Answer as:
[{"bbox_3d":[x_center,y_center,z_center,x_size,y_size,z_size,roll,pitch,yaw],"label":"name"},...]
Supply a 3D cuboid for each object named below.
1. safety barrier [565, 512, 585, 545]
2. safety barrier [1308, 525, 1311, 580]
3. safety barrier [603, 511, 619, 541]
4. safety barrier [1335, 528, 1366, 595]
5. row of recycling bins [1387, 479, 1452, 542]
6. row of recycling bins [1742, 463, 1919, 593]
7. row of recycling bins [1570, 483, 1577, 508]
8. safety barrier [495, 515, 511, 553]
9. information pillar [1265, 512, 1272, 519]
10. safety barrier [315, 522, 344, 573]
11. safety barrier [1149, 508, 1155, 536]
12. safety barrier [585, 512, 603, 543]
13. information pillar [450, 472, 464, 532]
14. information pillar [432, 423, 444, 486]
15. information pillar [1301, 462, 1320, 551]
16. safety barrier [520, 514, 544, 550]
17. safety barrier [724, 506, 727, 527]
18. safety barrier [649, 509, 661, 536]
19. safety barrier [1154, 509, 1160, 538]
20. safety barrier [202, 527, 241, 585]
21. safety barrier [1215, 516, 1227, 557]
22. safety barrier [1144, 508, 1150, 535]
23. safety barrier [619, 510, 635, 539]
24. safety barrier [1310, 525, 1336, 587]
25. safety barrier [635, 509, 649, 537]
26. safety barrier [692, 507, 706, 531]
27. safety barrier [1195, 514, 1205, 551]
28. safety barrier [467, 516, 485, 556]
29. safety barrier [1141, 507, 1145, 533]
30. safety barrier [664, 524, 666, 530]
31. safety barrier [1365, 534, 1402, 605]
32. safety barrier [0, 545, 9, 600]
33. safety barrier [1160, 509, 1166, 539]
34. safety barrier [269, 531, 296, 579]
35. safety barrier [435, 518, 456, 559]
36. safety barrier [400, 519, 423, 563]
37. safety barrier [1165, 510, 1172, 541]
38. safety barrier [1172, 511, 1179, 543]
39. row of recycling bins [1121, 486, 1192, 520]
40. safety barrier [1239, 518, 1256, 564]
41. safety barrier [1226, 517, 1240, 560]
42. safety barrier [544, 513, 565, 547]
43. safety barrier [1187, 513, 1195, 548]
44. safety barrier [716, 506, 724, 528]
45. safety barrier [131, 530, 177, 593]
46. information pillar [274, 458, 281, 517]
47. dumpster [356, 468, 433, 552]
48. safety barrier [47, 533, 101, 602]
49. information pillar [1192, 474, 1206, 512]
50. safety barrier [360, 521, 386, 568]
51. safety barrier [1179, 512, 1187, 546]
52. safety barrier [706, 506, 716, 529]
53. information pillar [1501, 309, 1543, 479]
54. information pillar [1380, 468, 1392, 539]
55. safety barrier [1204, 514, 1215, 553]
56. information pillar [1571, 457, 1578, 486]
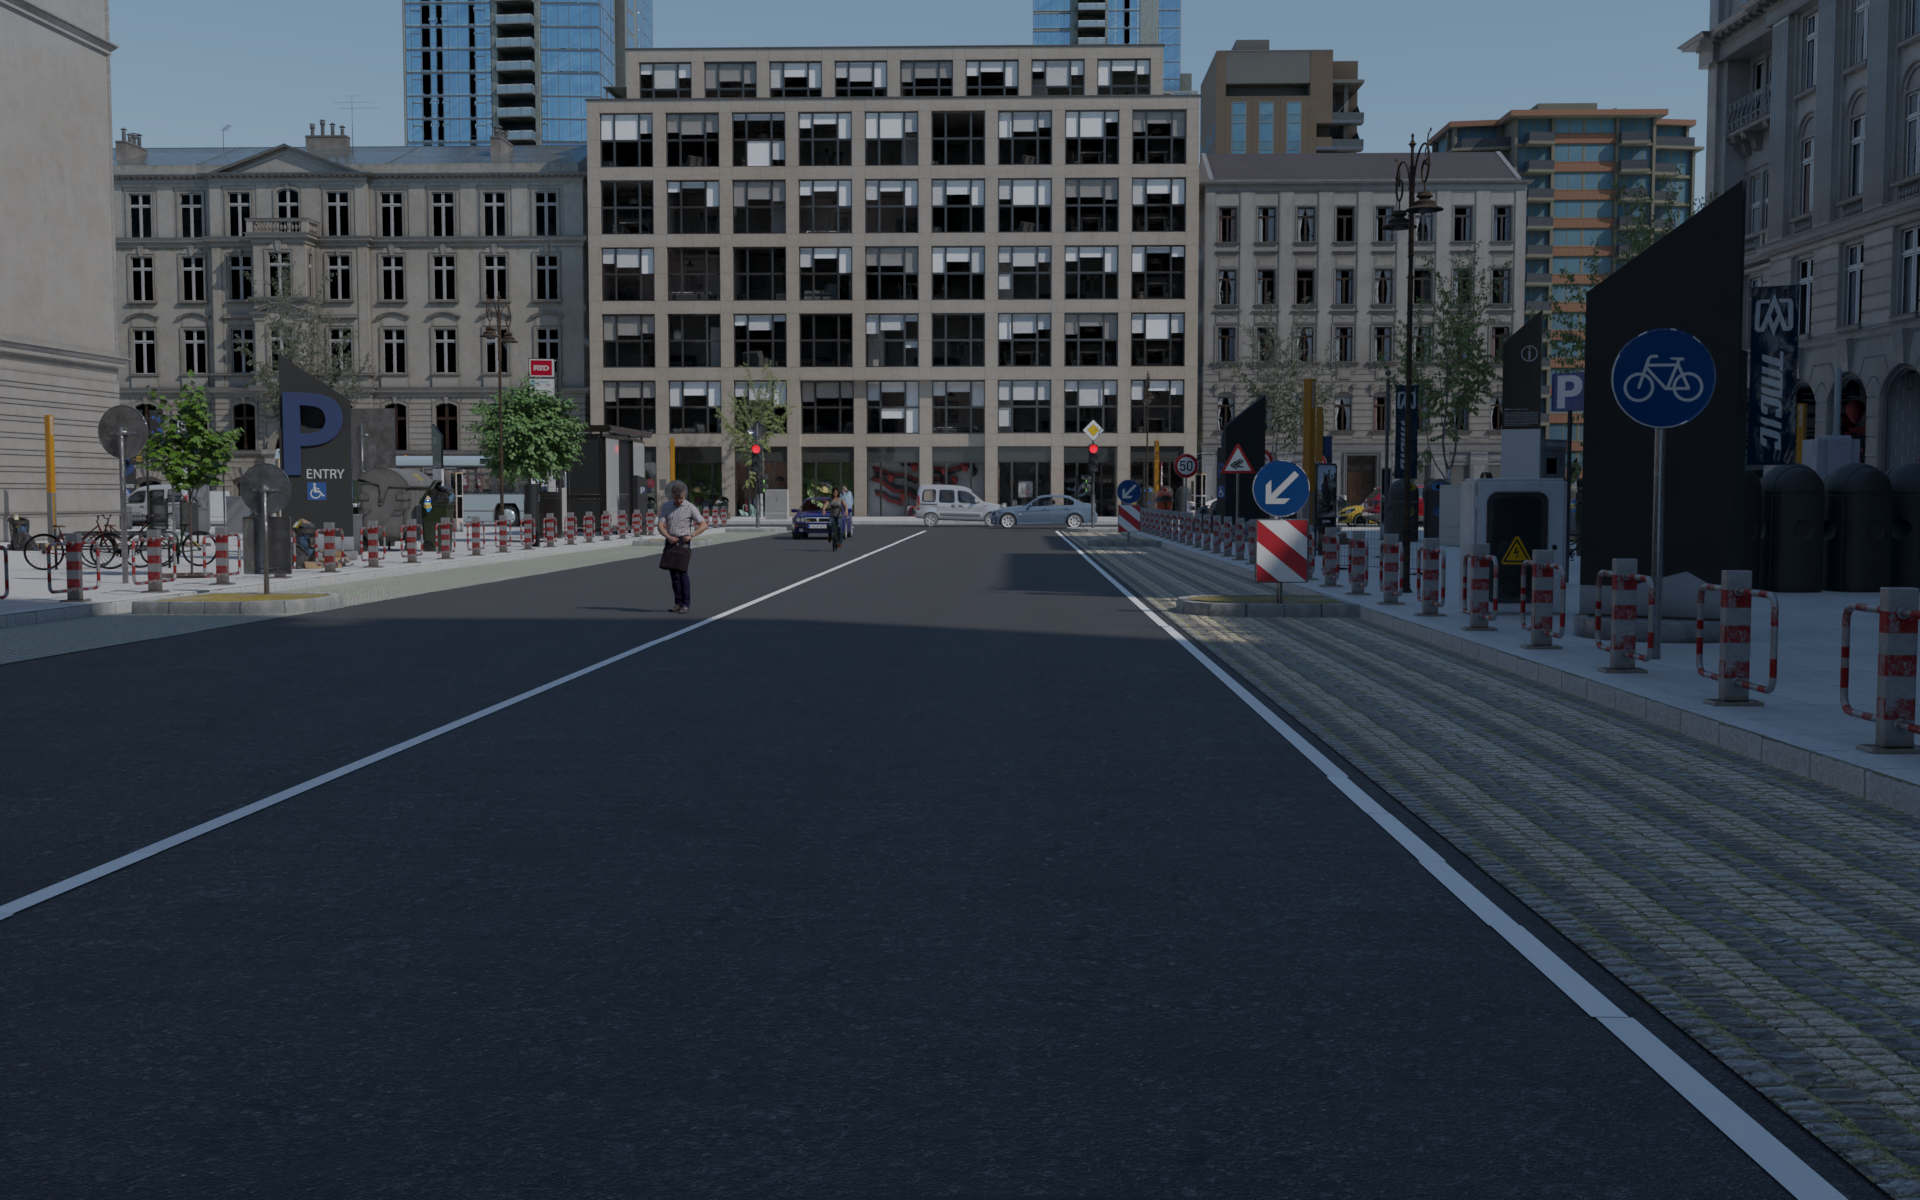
[{"bbox_3d":[-9.810,-1.796,43.641,0.300,0.817,1.120,0,4,2],"label":"safety barrier"},{"bbox_3d":[5.194,-0.711,25.901,0.300,0.817,1.120,0,4,2],"label":"safety barrier"},{"bbox_3d":[-9.692,-2.031,47.479,0.300,0.817,1.120,0,4,2],"label":"safety barrier"},{"bbox_3d":[5.069,-0.475,22.050,0.300,0.817,1.120,0,4,2],"label":"safety barrier"},{"bbox_3d":[13.236,-2.399,46.332,3.534,1.692,1.069,1,4,20],"label":"row of recycling bins"},{"bbox_3d":[11.412,-0.967,22.919,3.534,1.692,1.069,0,4,-7],"label":"row of recycling bins"},{"bbox_3d":[21.699,-3.421,63.046,3.534,1.692,1.069,0,4,-6],"label":"row of recycling bins"},{"bbox_3d":[-9.991,-1.443,37.875,0.300,0.817,1.120,0,4,2],"label":"safety barrier"},{"bbox_3d":[10.217,-3.250,57.625,0.304,2.012,0.304,1,4,17],"label":"information pillar"},{"bbox_3d":[-10.291,-0.856,28.278,0.300,0.817,1.120,0,4,2],"label":"safety barrier"},{"bbox_3d":[6.037,-2.357,52.815,0.300,0.817,1.120,0,4,2],"label":"safety barrier"},{"bbox_3d":[-9.754,-1.913,45.559,0.300,0.817,1.120,0,4,2],"label":"safety barrier"},{"bbox_3d":[-17.104,-3.326,58.867,0.304,2.012,0.304,2,4,33],"label":"information pillar"},{"bbox_3d":[-17.302,-4.040,57.402,0.504,3.616,0.183,3,4,36],"label":"information pillar"},{"bbox_3d":[7.933,-2.124,39.223,0.304,2.012,0.304,-3,5,-40],"label":"information pillar"},{"bbox_3d":[-9.929,-1.561,39.799,0.300,0.817,1.120,0,4,2],"label":"safety barrier"},{"bbox_3d":[-9.088,-3.204,66.665,0.300,0.817,1.120,0,4,2],"label":"safety barrier"},{"bbox_3d":[-9.509,-2.383,53.238,0.300,0.817,1.120,0,4,2],"label":"safety barrier"},{"bbox_3d":[5.977,-2.240,50.892,0.300,0.817,1.120,0,4,2],"label":"safety barrier"},{"bbox_3d":[-10.410,-0.622,24.438,0.300,0.817,1.120,0,4,2],"label":"safety barrier"},{"bbox_3d":[5.493,-1.299,35.512,0.300,0.817,1.120,0,4,2],"label":"safety barrier"},{"bbox_3d":[6.094,-2.474,54.731,0.300,0.817,1.120,0,4,2],"label":"safety barrier"},{"bbox_3d":[-9.628,-2.148,49.401,0.300,0.817,1.120,0,4,2],"label":"safety barrier"},{"bbox_3d":[5.133,-0.593,23.971,0.300,0.817,1.120,0,4,2],"label":"safety barrier"},{"bbox_3d":[-9.572,-2.266,51.317,0.300,0.817,1.120,0,4,2],"label":"safety barrier"},{"bbox_3d":[-9.270,-2.852,60.909,0.300,0.817,1.120,0,4,2],"label":"safety barrier"},{"bbox_3d":[5.612,-1.534,39.349,0.300,0.817,1.120,0,4,2],"label":"safety barrier"},{"bbox_3d":[-10.049,-1.326,35.959,0.300,0.817,1.120,0,4,2],"label":"safety barrier"},{"bbox_3d":[6.158,-2.592,56.647,0.300,0.817,1.120,0,4,2],"label":"safety barrier"},{"bbox_3d":[-9.452,-2.501,55.162,0.300,0.817,1.120,0,4,2],"label":"safety barrier"},{"bbox_3d":[5.012,-0.358,20.134,0.300,0.817,1.120,0,4,2],"label":"safety barrier"},{"bbox_3d":[-10.590,-0.269,18.667,0.300,0.817,1.120,0,4,2],"label":"safety barrier"},{"bbox_3d":[5.914,-2.121,48.960,0.300,0.817,1.120,0,4,2],"label":"safety barrier"},{"bbox_3d":[-10.350,-0.739,26.353,0.300,0.817,1.120,0,4,2],"label":"safety barrier"},{"bbox_3d":[-10.110,-1.209,34.043,0.300,0.817,1.120,0,4,2],"label":"safety barrier"},{"bbox_3d":[-10.167,-1.092,32.124,0.300,0.817,1.120,0,4,2],"label":"safety barrier"},{"bbox_3d":[5.851,-2.004,47.044,0.300,0.817,1.120,0,4,2],"label":"safety barrier"},{"bbox_3d":[5.795,-1.887,45.123,0.300,0.817,1.120,0,4,2],"label":"safety barrier"},{"bbox_3d":[9.877,-4.898,87.191,3.534,1.692,1.069,0,4,6],"label":"row of recycling bins"},{"bbox_3d":[5.372,-1.064,31.674,0.300,0.817,1.120,0,4,2],"label":"safety barrier"},{"bbox_3d":[5.431,-1.181,33.590,0.300,0.817,1.120,0,4,2],"label":"safety barrier"},{"bbox_3d":[-9.873,-1.679,41.719,0.300,0.817,1.120,0,4,2],"label":"safety barrier"},{"bbox_3d":[5.677,-1.652,41.278,0.300,0.817,1.120,0,4,2],"label":"safety barrier"},{"bbox_3d":[-9.151,-3.087,64.748,0.300,0.817,1.120,0,4,2],"label":"safety barrier"},{"bbox_3d":[-10.470,-0.504,22.513,0.300,0.817,1.120,0,4,2],"label":"safety barrier"},{"bbox_3d":[-13.934,-1.912,35.755,0.304,2.012,0.304,-2,4,-35],"label":"information pillar"},{"bbox_3d":[-12.744,-2.042,39.142,1.264,1.857,1.865,0,4,2],"label":"dumpster"},{"bbox_3d":[-10.533,-0.387,20.597,0.300,0.817,1.120,0,4,2],"label":"safety barrier"},{"bbox_3d":[8.723,-3.567,62.818,0.304,2.012,0.304,3,5,39],"label":"information pillar"},{"bbox_3d":[-10.231,-0.974,30.194,0.300,0.817,1.120,0,4,2],"label":"safety barrier"},{"bbox_3d":[5.732,-1.770,43.207,0.300,0.817,1.120,0,4,2],"label":"safety barrier"},{"bbox_3d":[-9.208,-2.969,62.825,0.300,0.817,1.120,0,4,2],"label":"safety barrier"},{"bbox_3d":[7.186,-1.884,22.154,0.504,3.616,0.183,2,4,24],"label":"information pillar"},{"bbox_3d":[11.852,-2.672,48.182,0.304,2.012,0.304,1,4,17],"label":"information pillar"},{"bbox_3d":[5.552,-1.416,37.434,0.300,0.817,1.120,0,4,2],"label":"safety barrier"},{"bbox_3d":[39.110,-7.280,110.384,0.504,3.616,0.183,-1,4,-16],"label":"information pillar"}]
